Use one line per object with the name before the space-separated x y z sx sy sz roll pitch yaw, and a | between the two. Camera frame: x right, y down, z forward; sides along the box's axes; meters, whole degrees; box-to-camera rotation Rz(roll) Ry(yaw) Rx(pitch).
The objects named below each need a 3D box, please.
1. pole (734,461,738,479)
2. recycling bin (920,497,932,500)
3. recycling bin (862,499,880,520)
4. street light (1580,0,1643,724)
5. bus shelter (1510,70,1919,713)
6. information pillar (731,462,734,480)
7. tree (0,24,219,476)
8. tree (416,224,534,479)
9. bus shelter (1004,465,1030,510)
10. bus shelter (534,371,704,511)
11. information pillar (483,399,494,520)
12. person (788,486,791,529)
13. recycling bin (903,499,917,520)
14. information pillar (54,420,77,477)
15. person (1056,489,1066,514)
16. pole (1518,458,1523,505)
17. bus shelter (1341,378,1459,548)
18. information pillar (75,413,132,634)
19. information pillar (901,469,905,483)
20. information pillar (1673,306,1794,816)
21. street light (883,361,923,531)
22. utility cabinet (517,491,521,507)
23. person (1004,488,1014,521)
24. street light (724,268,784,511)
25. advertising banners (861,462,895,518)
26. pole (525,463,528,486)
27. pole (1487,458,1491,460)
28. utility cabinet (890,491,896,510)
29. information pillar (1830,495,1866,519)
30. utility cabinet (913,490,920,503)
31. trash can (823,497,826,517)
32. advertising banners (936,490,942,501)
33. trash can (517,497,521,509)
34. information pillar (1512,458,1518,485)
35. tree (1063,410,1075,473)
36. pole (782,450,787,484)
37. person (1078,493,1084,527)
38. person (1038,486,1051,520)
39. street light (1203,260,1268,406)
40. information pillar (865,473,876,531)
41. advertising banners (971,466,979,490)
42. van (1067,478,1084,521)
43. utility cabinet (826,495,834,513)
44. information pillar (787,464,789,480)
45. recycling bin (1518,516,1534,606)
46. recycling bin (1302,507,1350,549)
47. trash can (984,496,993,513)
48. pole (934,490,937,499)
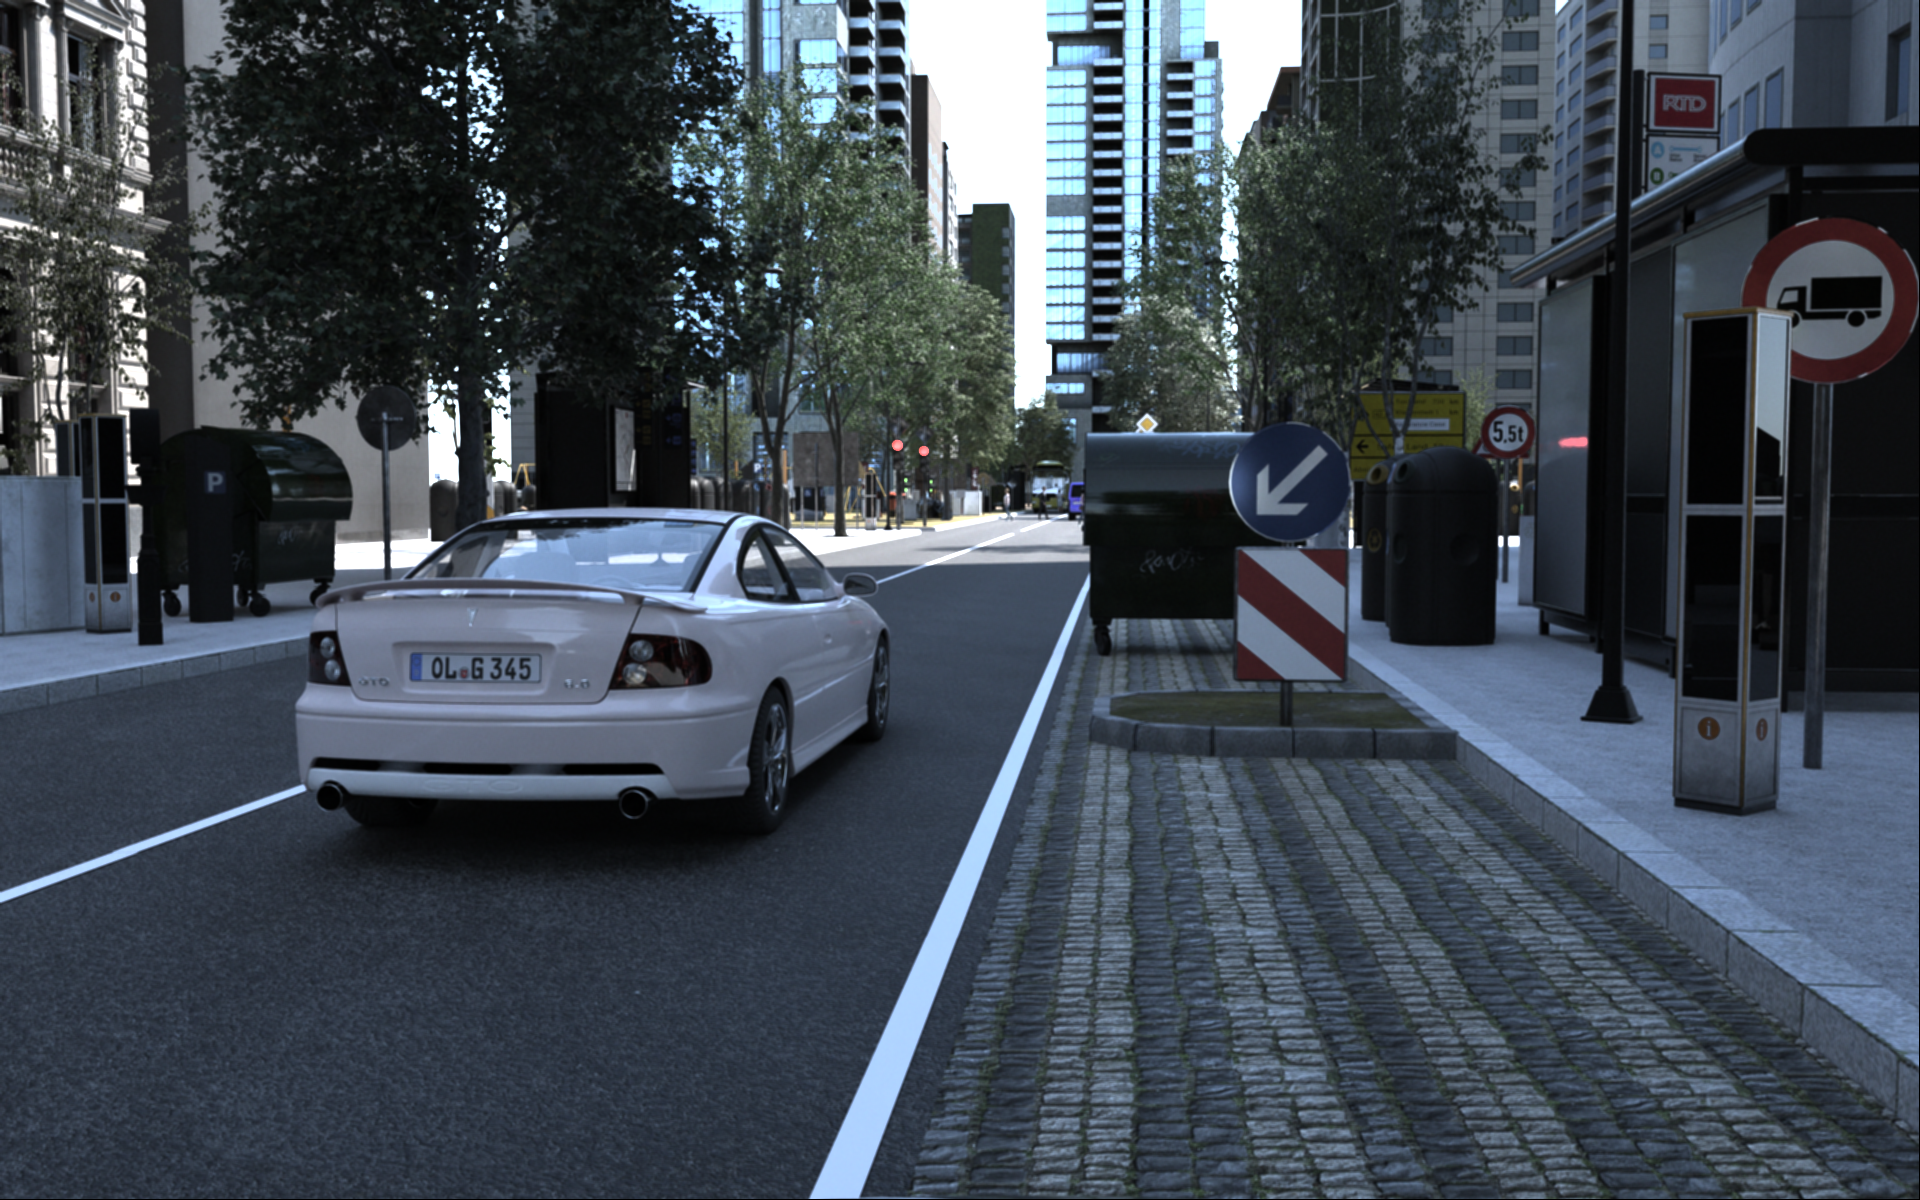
pole | -13.796 -6.906 106.763 0.158 3.312 0.155 0 3 0
recycling bin | -2.557 -7.244 130.998 0.722 1.027 0.722 1 4 17
recycling bin | -4.497 -4.577 87.385 0.722 1.027 0.722 -1 4 -22
street light | 3.164 -2.274 9.714 1.470 5.913 1.316 0 4 5
bus shelter | 5.961 -2.236 14.189 2.179 5.291 8.768 0 4 5
information pillar | -16.680 -8.299 127.048 0.183 3.616 0.504 0 4 5
tree | -14.184 -4.741 27.883 4.360 8.622 3.978 0 3 0
tree | -10.305 -5.188 35.184 4.737 8.622 4.395 0 3 0
bus shelter | 4.648 -9.150 140.879 1.731 3.624 6.357 0 4 5
bus shelter | -6.573 -2.629 34.274 1.731 3.624 6.357 0 4 6
information pillar | -11.358 -3.055 41.306 0.504 3.616 0.183 0 4 -2
person | -6.603 -3.457 65.205 0.511 1.800 0.466 3 4 36
recycling bin | -2.524 -4.409 84.638 0.722 1.027 0.722 -1 4 -10
information pillar | -8.835 -0.789 17.393 0.304 2.012 0.304 2 4 35
person | 7.298 -7.103 124.990 0.716 1.782 0.532 0 4 8
pole | 28.106 -5.693 86.931 0.158 3.312 0.155 0 3 0
bus shelter | 9.532 -2.854 37.952 1.731 3.624 6.357 0 4 6
information pillar | -7.883 -0.703 15.980 0.304 2.012 0.304 3 4 38
information pillar | -4.494 -8.856 136.157 0.183 3.616 0.504 -3 5 -44
information pillar | 3.132 -0.155 7.029 0.304 2.012 0.304 -3 4 -38
street light | -1.979 -5.385 60.586 1.470 5.913 1.316 0 4 5
utility cabinet | -28.983 -6.384 113.054 1.173 1.500 0.318 2 4 29
person | 2.593 -5.059 91.886 0.598 1.740 0.731 -1 4 -17
street light | -4.310 -3.867 35.768 1.470 5.913 1.316 0 4 5
advertising banners | -4.481 -6.024 94.679 2.074 3.025 0.090 0 4 4
pole | -28.612 -7.373 114.398 0.158 3.312 0.155 0 3 0
pole | 27.369 -5.865 89.732 0.158 3.312 0.155 0 3 0
utility cabinet | -4.340 -6.489 114.771 0.318 1.500 1.173 -2 4 -25
information pillar | 8.656 -0.758 16.892 0.304 2.012 0.304 2 4 31
utility cabinet | -2.449 -5.394 96.864 0.318 1.500 1.173 0 4 -7
trash can | -7.736 -5.130 95.528 0.748 1.137 0.748 0 3 0
advertising banners | -0.863 -8.277 131.515 2.074 3.025 0.090 1 4 15
trash can | -21.767 -4.534 85.780 0.748 1.137 0.748 0 3 0
information pillar | 33.272 -6.863 103.559 0.504 3.616 0.183 0 4 -3
tree | 8.726 -16.455 187.158 7.486 12.596 7.792 0 3 0
pole | -8.103 -5.272 80.039 0.158 3.312 0.155 0 3 0
person | 5.416 -4.049 75.299 0.593 1.750 0.643 -2 4 -26
person | 4.636 -5.321 95.269 0.755 1.850 0.659 3 4 37
street light | 5.509 -3.782 34.377 1.470 5.913 1.316 0 4 5
information pillar | -3.114 -3.420 60.401 0.304 2.012 0.304 2 4 23
advertising banners | 0.215 -6.920 109.336 2.074 3.025 0.090 1 4 13
van | 6.989 -5.570 95.448 2.240 2.365 5.245 0 4 6
utility cabinet | -8.665 -6.529 117.909 1.020 1.237 0.306 2 4 35
information pillar | -13.218 -8.669 133.099 0.183 3.616 0.504 0 4 6
recycling bin | 6.918 -0.448 19.877 0.722 1.027 0.722 -2 4 -33
recycling bin | 7.026 -1.269 33.294 0.722 1.027 0.722 -1 4 -9
trash can | 2.262 -7.492 134.145 0.748 1.137 0.748 0 3 0
pole | -1.592 -7.236 112.146 0.158 3.312 0.155 0 3 0
